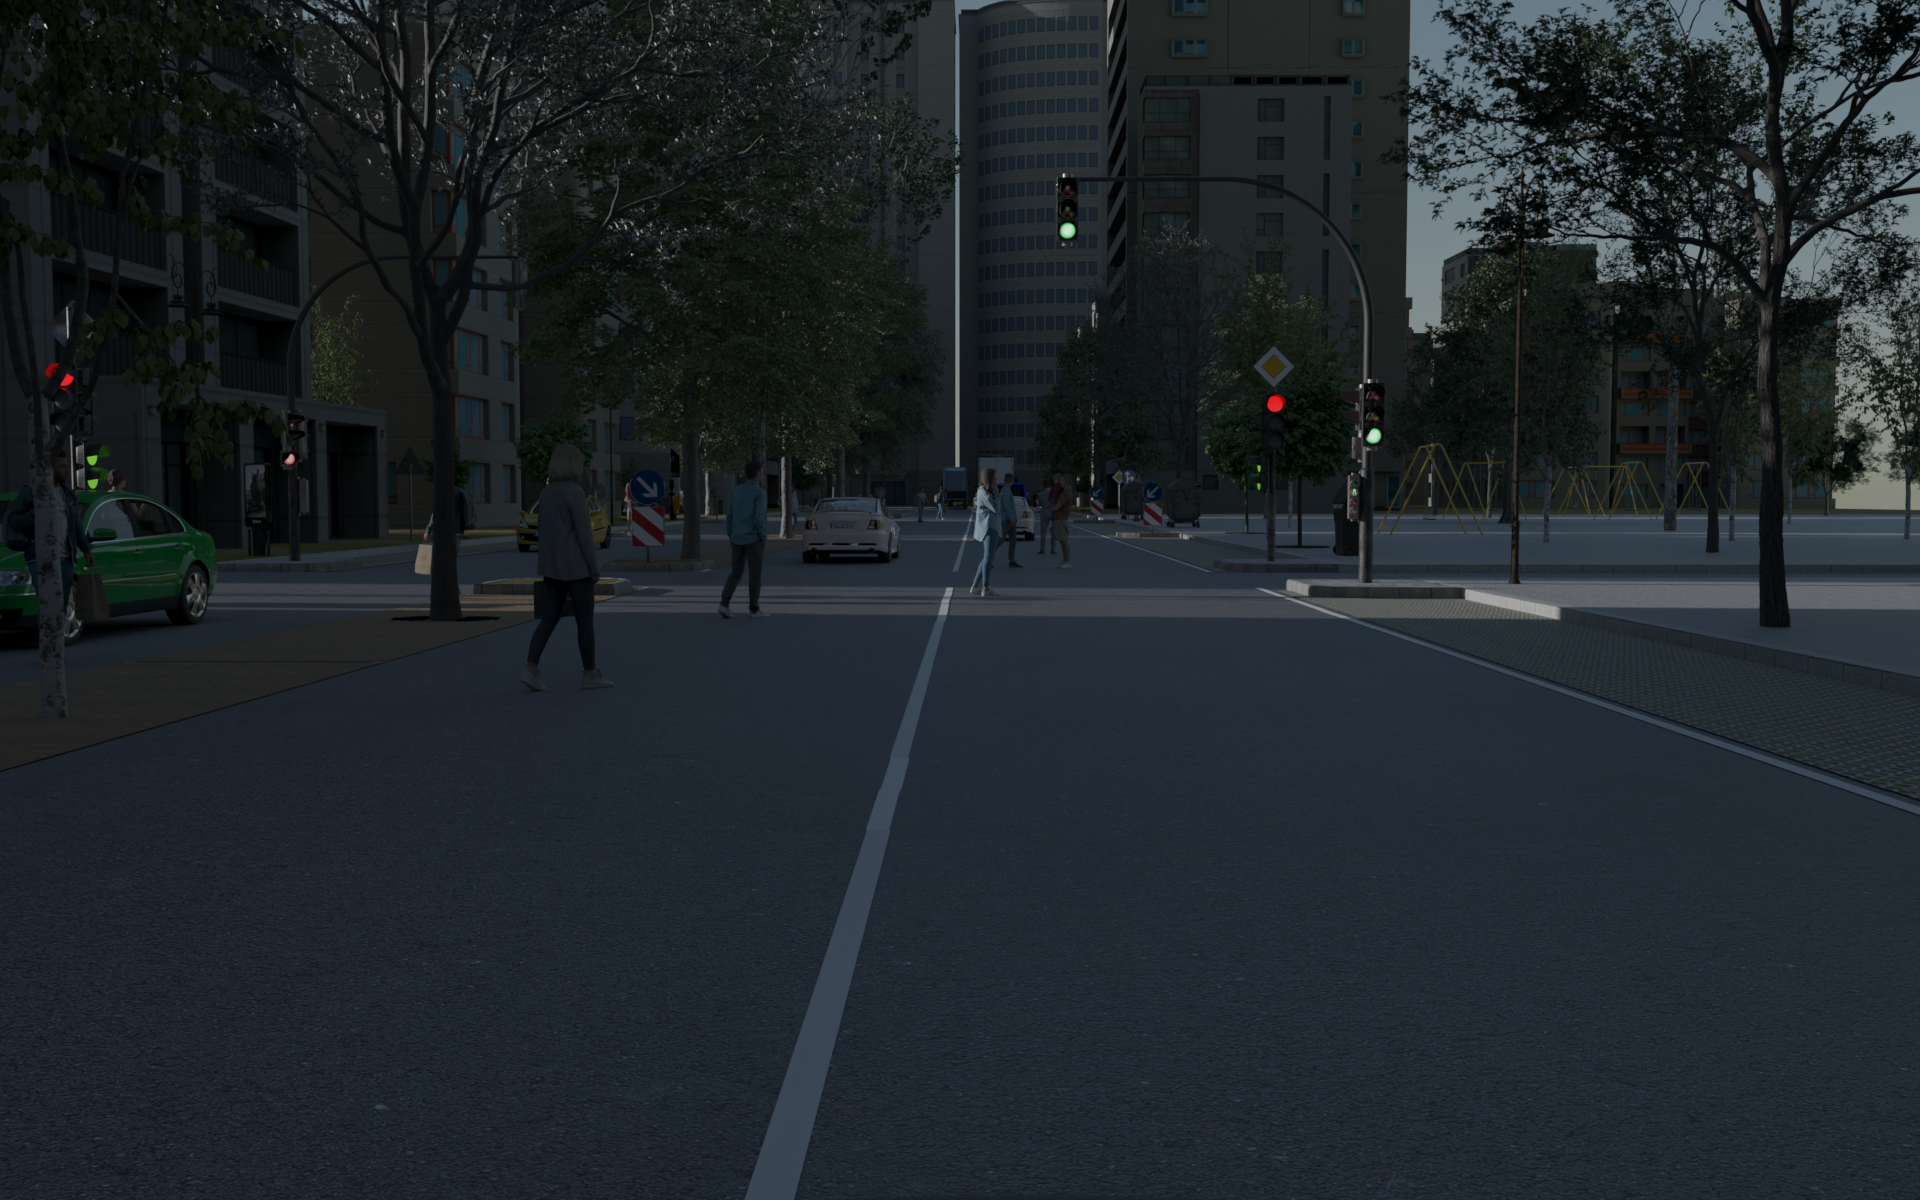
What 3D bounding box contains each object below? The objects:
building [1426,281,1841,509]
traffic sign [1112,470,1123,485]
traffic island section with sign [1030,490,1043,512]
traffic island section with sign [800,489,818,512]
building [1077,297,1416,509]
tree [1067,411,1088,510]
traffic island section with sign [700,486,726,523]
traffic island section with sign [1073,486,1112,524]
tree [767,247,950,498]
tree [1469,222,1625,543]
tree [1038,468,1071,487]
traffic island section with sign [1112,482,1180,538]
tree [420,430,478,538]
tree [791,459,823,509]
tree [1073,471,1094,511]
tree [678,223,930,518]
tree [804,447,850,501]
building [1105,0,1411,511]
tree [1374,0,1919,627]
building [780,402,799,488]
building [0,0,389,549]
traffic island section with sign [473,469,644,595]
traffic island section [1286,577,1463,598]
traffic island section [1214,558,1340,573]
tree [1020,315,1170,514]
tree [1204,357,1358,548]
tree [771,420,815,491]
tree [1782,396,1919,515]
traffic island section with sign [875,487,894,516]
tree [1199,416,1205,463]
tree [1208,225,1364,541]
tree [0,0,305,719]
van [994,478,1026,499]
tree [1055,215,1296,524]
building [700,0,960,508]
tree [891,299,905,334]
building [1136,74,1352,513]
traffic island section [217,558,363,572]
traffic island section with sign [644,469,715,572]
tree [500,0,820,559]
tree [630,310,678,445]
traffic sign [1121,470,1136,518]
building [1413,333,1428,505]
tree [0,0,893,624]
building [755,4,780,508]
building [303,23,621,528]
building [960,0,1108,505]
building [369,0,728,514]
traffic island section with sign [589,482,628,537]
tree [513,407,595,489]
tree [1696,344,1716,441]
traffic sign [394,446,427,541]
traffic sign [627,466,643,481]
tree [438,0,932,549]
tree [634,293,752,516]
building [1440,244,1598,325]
[{"bbox_3d":[63.482,-19.702,167.172,28.899,21.520,27.650,0,4,1],"label":"building"},{"bbox_3d":[8.769,-5.833,95.105,0.795,2.593,0.064,0,4,3],"label":"traffic sign"},{"bbox_3d":[7.324,-9.365,161.745,1.989,1.847,2.006,0,4,1],"label":"traffic island section with sign"},{"bbox_3d":[-11.379,-7.740,135.173,1.989,1.847,2.006,0,4,1],"label":"traffic island section with sign"},{"bbox_3d":[25.982,-19.678,166.779,27.650,21.520,28.899,0,4,1],"label":"building"},{"bbox_3d":[9.428,-11.711,141.833,4.360,8.622,3.978,0,3,0],"label":"tree"},{"bbox_3d":[-11.907,-4.659,84.795,1.989,1.847,2.006,0,4,1],"label":"traffic island section with sign"},{"bbox_3d":[6.518,-4.646,84.592,1.989,1.847,2.006,0,4,1],"label":"traffic island section with sign"},{"bbox_3d":[-4.982,-11.059,89.925,9.857,13.997,8.962,0,3,0],"label":"tree"},{"bbox_3d":[15.584,-5.842,45.882,4.360,8.622,3.978,0,3,0],"label":"tree"},{"bbox_3d":[9.594,-11.758,175.963,4.285,4.588,4.351,0,3,0],"label":"tree"},{"bbox_3d":[6.230,-2.998,57.638,1.989,1.847,2.006,0,4,1],"label":"traffic island section with sign"},{"bbox_3d":[-14.774,-3.417,50.465,1.663,3.219,1.824,0,3,0],"label":"tree"},{"bbox_3d":[-13.913,-10.356,153.040,4.285,4.588,4.351,0,3,0],"label":"tree"},{"bbox_3d":[9.347,-8.257,129.599,1.663,3.219,1.824,0,3,0],"label":"tree"},{"bbox_3d":[-4.897,-8.395,65.464,9.928,11.665,9.643,0,3,0],"label":"tree"},{"bbox_3d":[-13.199,-14.176,182.140,4.737,8.622,4.395,0,3,0],"label":"tree"},{"bbox_3d":[23.303,-31.600,140.358,21.300,48.544,21.600,0,4,1],"label":"building"},{"bbox_3d":[7.560,-5.023,16.538,7.601,10.594,8.767,1,4,9],"label":"tree"},{"bbox_3d":[-23.514,-24.632,174.433,14.107,30.474,14.160,0,4,1],"label":"building"},{"bbox_3d":[-26.993,-37.061,44.195,20.563,71.187,20.611,0,4,1],"label":"building"},{"bbox_3d":[-5.880,-1.057,25.418,2.006,1.907,1.989,0,4,1],"label":"traffic island section with sign"},{"bbox_3d":[5.875,-0.170,25.056,2.009,0.180,2.903,0,4,1],"label":"traffic island section"},{"bbox_3d":[5.960,-0.658,33.041,2.009,0.180,2.903,0,4,1],"label":"traffic island section"},{"bbox_3d":[8.655,-11.859,110.908,9.611,12.733,9.660,0,3,0],"label":"tree"},{"bbox_3d":[8.255,-3.535,41.516,4.285,4.588,4.351,0,3,0],"label":"tree"},{"bbox_3d":[-14.196,-12.066,147.647,4.360,8.622,3.978,0,3,0],"label":"tree"},{"bbox_3d":[59.210,-8.439,100.887,20.602,7.101,11.467,0,4,1],"label":"tree"},{"bbox_3d":[-5.008,-6.105,107.960,2.006,1.907,1.989,0,4,1],"label":"traffic island section with sign"},{"bbox_3d":[9.423,-4.446,56.398,4.285,4.588,4.351,0,3,0],"label":"tree"},{"bbox_3d":[8.628,-5.930,47.322,4.737,8.622,4.395,0,3,0],"label":"tree"},{"bbox_3d":[-5.746,-3.531,10.556,4.737,8.622,4.395,0,3,0],"label":"tree"},{"bbox_3d":[2.695,-5.719,97.886,2.240,2.365,5.245,0,4,-1],"label":"van"},{"bbox_3d":[9.611,-10.113,75.722,12.009,13.543,11.850,0,3,0],"label":"tree"},{"bbox_3d":[-14.578,-40.532,204.701,28.212,58.520,21.231,0,4,1],"label":"building"},{"bbox_3d":[-5.651,-8.251,55.484,7.486,12.596,7.792,0,3,0],"label":"tree"},{"bbox_3d":[19.407,-21.494,123.129,14.160,30.474,14.107,0,4,1],"label":"building"},{"bbox_3d":[-12.781,-0.670,33.243,2.009,0.180,2.903,0,4,1],"label":"traffic island section"},{"bbox_3d":[-5.792,-1.510,32.825,2.006,1.907,1.989,0,4,1],"label":"traffic island section with sign"},{"bbox_3d":[-5.564,-7.012,35.224,7.486,12.596,7.792,0,3,0],"label":"tree"},{"bbox_3d":[-14.037,-10.200,92.527,9.928,11.665,9.643,0,3,0],"label":"tree"},{"bbox_3d":[8.856,-5.563,91.053,0.768,2.556,0.104,0,4,5],"label":"traffic sign"},{"bbox_3d":[42.552,-22.253,208.883,28.899,21.520,27.650,0,4,1],"label":"building"},{"bbox_3d":[-5.773,-6.493,18.990,12.009,13.543,11.850,0,3,0],"label":"tree"},{"bbox_3d":[-27.231,-31.988,146.711,21.300,48.544,21.600,0,4,1],"label":"building"},{"bbox_3d":[-32.264,-14.277,78.462,27.650,21.520,28.899,0,4,1],"label":"building"},{"bbox_3d":[13.957,-40.502,204.201,28.212,58.520,21.231,0,4,1],"label":"building"},{"bbox_3d":[-26.737,-35.446,121.540,21.231,58.520,28.212,0,4,1],"label":"building"},{"bbox_3d":[-12.187,-3.010,57.841,1.989,1.847,2.006,0,4,1],"label":"traffic island section with sign"},{"bbox_3d":[-15.372,-5.021,65.808,4.285,4.588,4.351,0,3,0],"label":"tree"},{"bbox_3d":[35.868,-7.922,79.883,4.737,8.622,4.395,0,3,0],"label":"tree"},{"bbox_3d":[-14.919,-2.877,47.036,0.884,2.594,0.081,0,4,1],"label":"traffic sign"},{"bbox_3d":[-14.508,-4.735,77.518,0.768,2.556,0.104,0,4,1],"label":"traffic sign"},{"bbox_3d":[-6.411,-11.424,45.131,12.611,20.169,13.585,0,3,0],"label":"tree"},{"bbox_3d":[-14.766,-11.957,102.146,9.857,13.997,8.962,0,3,0],"label":"tree"},{"bbox_3d":[64.529,-26.279,201.361,14.107,30.474,14.160,0,4,1],"label":"building"}]
